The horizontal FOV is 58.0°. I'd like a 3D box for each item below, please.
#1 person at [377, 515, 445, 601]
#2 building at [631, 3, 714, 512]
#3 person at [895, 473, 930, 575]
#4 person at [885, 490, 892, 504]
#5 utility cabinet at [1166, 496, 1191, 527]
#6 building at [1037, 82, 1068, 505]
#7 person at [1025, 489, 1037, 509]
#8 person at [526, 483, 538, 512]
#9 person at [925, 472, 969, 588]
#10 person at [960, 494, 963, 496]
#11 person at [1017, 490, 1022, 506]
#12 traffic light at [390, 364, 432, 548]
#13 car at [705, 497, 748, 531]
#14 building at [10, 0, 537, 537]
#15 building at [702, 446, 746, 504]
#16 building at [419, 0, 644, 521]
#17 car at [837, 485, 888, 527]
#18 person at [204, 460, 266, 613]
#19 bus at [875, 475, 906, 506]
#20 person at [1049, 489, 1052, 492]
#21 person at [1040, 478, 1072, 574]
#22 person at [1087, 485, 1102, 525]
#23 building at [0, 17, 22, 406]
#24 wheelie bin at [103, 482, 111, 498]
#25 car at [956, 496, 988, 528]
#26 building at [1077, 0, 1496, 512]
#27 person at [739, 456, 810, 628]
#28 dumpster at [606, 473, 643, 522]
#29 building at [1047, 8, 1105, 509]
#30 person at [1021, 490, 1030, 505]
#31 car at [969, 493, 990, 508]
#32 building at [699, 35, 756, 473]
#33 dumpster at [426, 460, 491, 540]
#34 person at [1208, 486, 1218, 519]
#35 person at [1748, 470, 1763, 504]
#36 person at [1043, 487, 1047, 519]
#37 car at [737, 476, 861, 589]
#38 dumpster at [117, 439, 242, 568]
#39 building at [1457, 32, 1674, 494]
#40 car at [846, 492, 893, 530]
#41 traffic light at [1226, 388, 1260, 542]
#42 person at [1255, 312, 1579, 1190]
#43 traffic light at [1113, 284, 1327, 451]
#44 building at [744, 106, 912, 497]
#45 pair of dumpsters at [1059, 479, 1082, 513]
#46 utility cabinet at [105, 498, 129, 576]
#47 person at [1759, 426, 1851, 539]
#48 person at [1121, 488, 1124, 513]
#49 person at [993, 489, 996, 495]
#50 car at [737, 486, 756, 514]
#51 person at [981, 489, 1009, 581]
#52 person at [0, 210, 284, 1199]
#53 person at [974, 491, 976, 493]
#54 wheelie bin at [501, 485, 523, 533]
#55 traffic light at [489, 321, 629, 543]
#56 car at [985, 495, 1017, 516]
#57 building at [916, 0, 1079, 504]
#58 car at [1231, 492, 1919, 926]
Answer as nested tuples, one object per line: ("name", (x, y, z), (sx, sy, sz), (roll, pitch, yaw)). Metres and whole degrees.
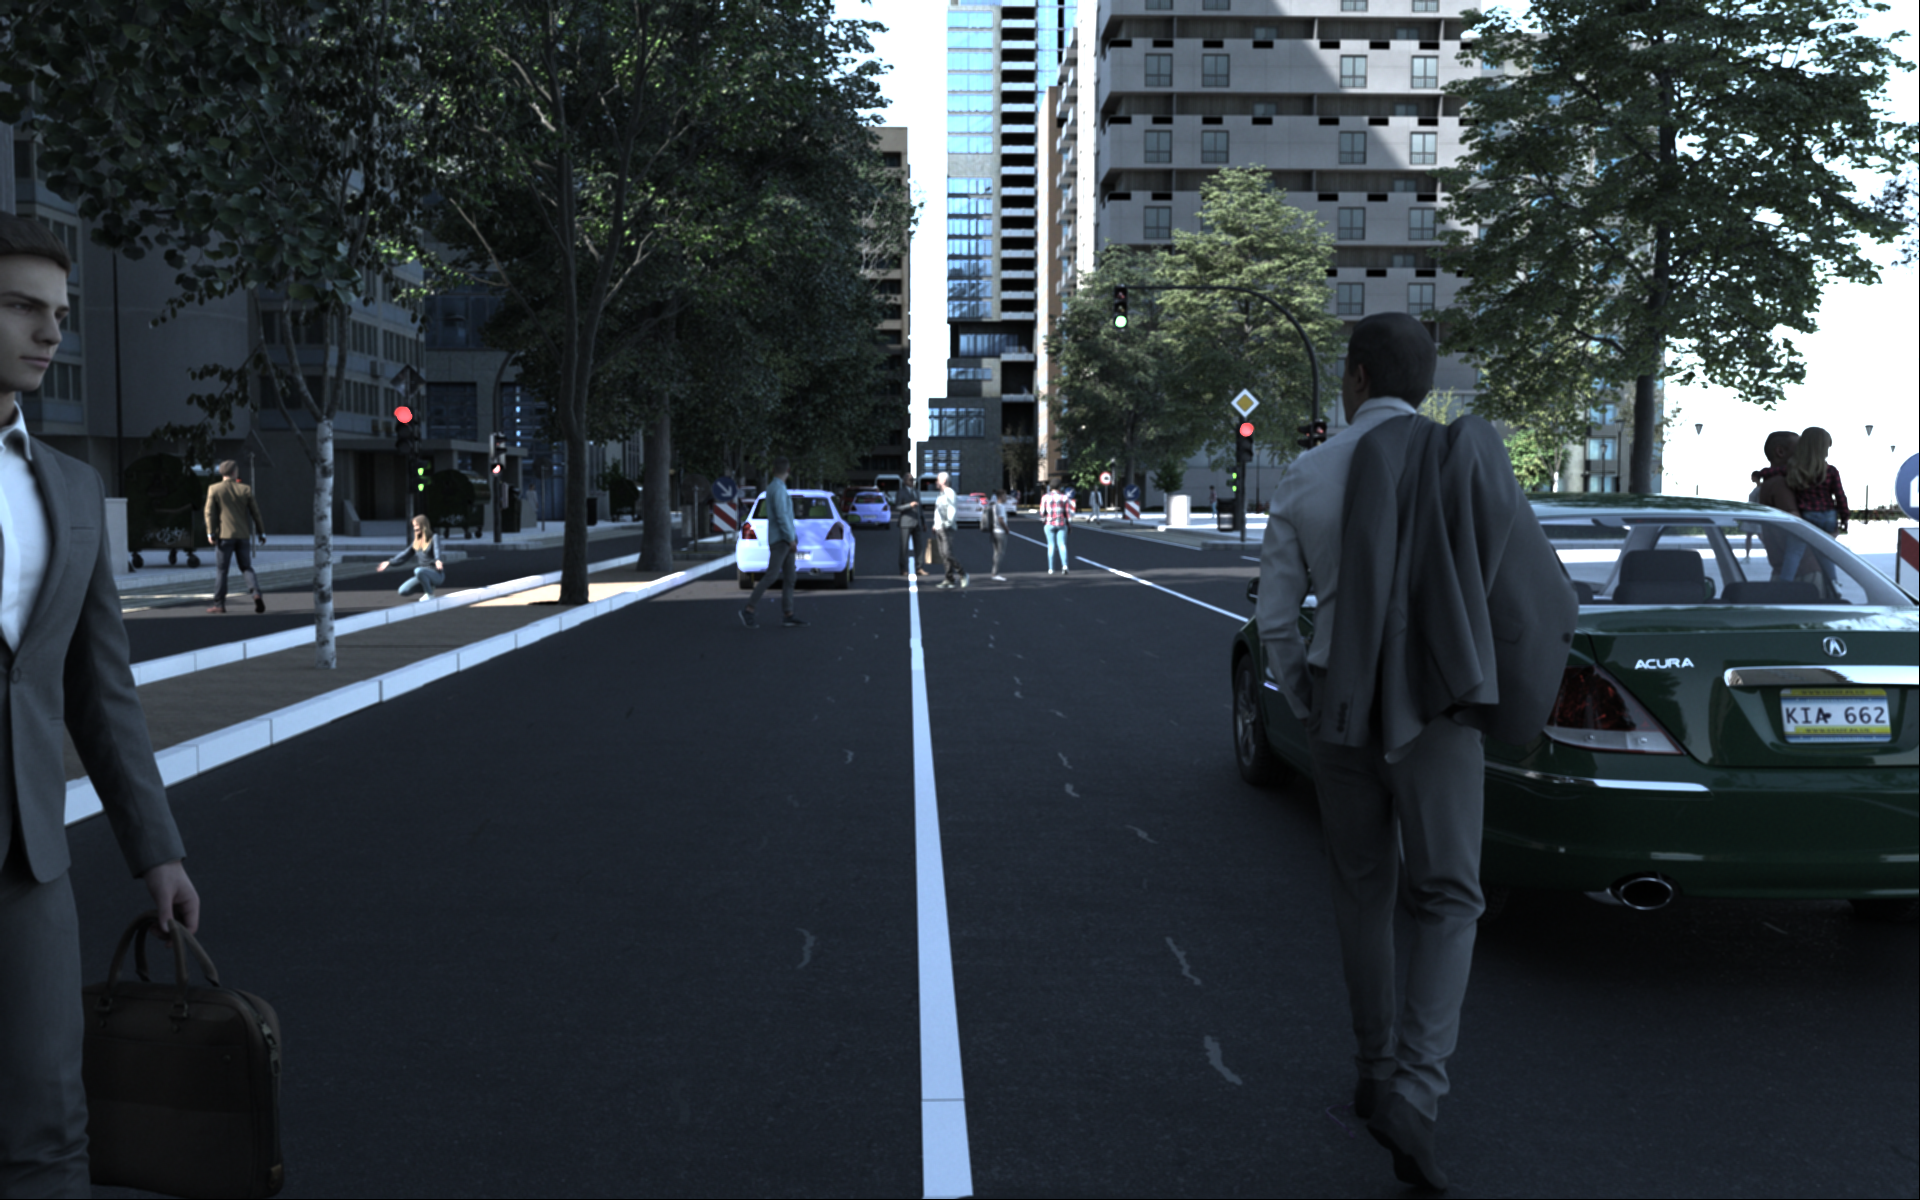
("person", (-7.199, -0.564, 23.225), (1.012, 1.151, 0.738), (2, 4, 33))
("building", (-30.793, -29.313, 133.898), (22.147, 44.769, 28.867), (0, 4, -2))
("person", (-0.820, -1.334, 30.488), (0.661, 1.801, 0.590), (-3, 5, -43))
("person", (-5.977, -7.936, 139.071), (1.217, 1.723, 0.721), (-2, 4, -35))
("utility cabinet", (8.681, -3.531, 68.890), (1.020, 1.237, 0.306), (3, 5, 44))
("building", (15.794, -32.833, 186.933), (14.600, 45.320, 14.200), (0, 4, -2))
("person", (6.335, -8.983, 153.651), (1.217, 1.736, 0.721), (2, 4, 33))
("person", (-17.938, -4.029, 72.663), (0.466, 1.731, 0.760), (-2, 4, -30))
("person", (-0.207, -1.081, 26.661), (0.515, 1.767, 0.782), (-1, 4, -22))
("person", (-0.018, -10.411, 181.911), (0.799, 1.438, 0.628), (0, 4, 2))
("person", (6.297, -10.870, 184.681), (0.541, 1.710, 0.530), (0, 4, -2))
("traffic light", (-11.887, -2.966, 37.409), (0.839, 4.253, 0.868), (0, 4, -2))
("car", (-9.185, -3.339, 67.176), (1.945, 1.354, 3.894), (0, 4, -2))
("building", (-32.255, -22.415, 58.363), (32.217, 40.220, 23.993), (0, 4, -2))
("building", (-27.187, -23.536, 156.520), (14.160, 30.474, 14.107), (0, 4, -2))
("building", (-29.126, -47.767, 93.661), (22.319, 86.520, 31.000), (0, 4, -2))
("car", (-4.355, -4.184, 77.083), (2.281, 1.827, 5.304), (0, 4, -2))
("person", (-8.711, -0.761, 20.857), (0.836, 1.842, 0.656), (1, 4, 23))
("bus", (-6.974, -10.949, 173.882), (2.948, 3.499, 13.247), (0, 4, 0))
("person", (7.800, -8.700, 149.223), (0.436, 1.711, 0.756), (1, 4, 19))
("person", (1.724, -1.332, 31.110), (0.563, 1.720, 0.643), (0, 4, 2))
("person", (6.251, -4.401, 80.335), (0.514, 1.842, 0.818), (-3, 5, -39))
("building", (-23.849, -20.951, 26.143), (14.086, 41.232, 14.154), (0, 4, -2))
("wheelie bin", (-22.393, -2.250, 44.700), (0.693, 1.594, 0.980), (3, 4, 37))
("car", (0.176, -3.827, 74.929), (2.083, 1.381, 4.827), (0, 3, 0))
("building", (23.831, -33.401, 135.344), (28.713, 52.752, 27.495), (0, 4, -2))
("person", (-2.009, -0.634, 18.734), (0.748, 1.841, 0.638), (0, 4, 0))
("dumpster", (-15.299, -4.695, 79.258), (1.502, 2.255, 1.985), (0, 4, -2))
("building", (20.890, -33.315, 164.303), (23.786, 49.044, 30.456), (0, 4, -2))
("person", (7.464, -11.595, 195.601), (0.705, 1.826, 1.348), (3, 5, 45))
("car", (1.407, -7.963, 139.231), (2.155, 1.783, 4.494), (0, 4, -1))
("building", (-37.187, -34.339, 181.059), (30.456, 49.044, 23.786), (0, 4, -2))
("dumpster", (-14.393, -2.876, 49.521), (1.502, 2.255, 1.985), (0, 4, -2))
("person", (13.218, -5.095, 90.188), (0.643, 1.720, 0.563), (0, 4, 1))
("person", (14.792, -1.551, 32.147), (0.760, 1.731, 0.466), (-2, 4, -27))
("person", (4.596, -5.019, 90.838), (0.573, 1.790, 0.520), (-1, 4, -21))
("car", (-2.546, -1.090, 27.413), (1.945, 1.707, 3.694), (0, 4, -2))
("dumpster", (-13.777, -1.722, 30.643), (1.502, 2.255, 1.985), (0, 4, -2))
("building", (57.862, -34.450, 182.870), (30.456, 49.044, 23.786), (0, 4, -2))
("car", (-3.706, -3.767, 71.177), (1.945, 1.707, 3.694), (0, 4, -2))
("traffic light", (7.524, -3.491, 45.997), (0.839, 4.253, 0.868), (0, 4, -2))
("person", (0.981, 0.295, 3.770), (0.679, 1.850, 0.850), (1, 4, 19))
("traffic light", (5.677, -3.862, 37.811), (4.771, 5.953, 1.251), (0, 4, -2))
("building", (-16.951, -36.332, 217.731), (21.600, 48.544, 21.300), (0, 4, -2))
("pair of dumpsters", (7.477, -7.057, 117.868), (1.574, 2.255, 4.437), (0, 4, -2))
("utility cabinet", (-13.478, -0.970, 27.021), (0.306, 1.237, 1.020), (1, 4, 17))
("person", (4.927, -0.107, 10.217), (0.573, 1.828, 0.580), (-2, 4, -31))
("person", (11.310, -6.935, 118.790), (0.474, 1.900, 0.648), (0, 4, 2))
("person", (2.860, -8.416, 146.093), (0.705, 1.826, 1.348), (1, 4, 13))
("car", (-9.659, -4.263, 78.374), (2.281, 1.827, 5.304), (0, 4, -4))
("person", (0.626, -1.076, 28.695), (0.503, 1.515, 0.523), (3, 4, 37))
("person", (-1.457, 0.367, 2.471), (0.822, 1.834, 0.622), (1, 4, 14))
("person", (1.608, -11.370, 194.265), (0.599, 1.838, 0.709), (-2, 4, -24))
("wheelie bin", (-14.917, -3.036, 57.540), (0.693, 1.594, 0.980), (0, 4, 3))
("traffic light", (-10.039, -4.332, 45.488), (4.771, 5.953, 1.251), (0, 4, -2))
("car", (2.726, -6.258, 114.674), (2.083, 1.381, 4.827), (0, 4, -2))
("building", (9.871, -55.355, 217.720), (31.000, 86.520, 22.319), (0, 4, -2))
("car", (2.371, 0.281, 7.197), (2.131, 1.459, 4.920), (0, 4, -2))
